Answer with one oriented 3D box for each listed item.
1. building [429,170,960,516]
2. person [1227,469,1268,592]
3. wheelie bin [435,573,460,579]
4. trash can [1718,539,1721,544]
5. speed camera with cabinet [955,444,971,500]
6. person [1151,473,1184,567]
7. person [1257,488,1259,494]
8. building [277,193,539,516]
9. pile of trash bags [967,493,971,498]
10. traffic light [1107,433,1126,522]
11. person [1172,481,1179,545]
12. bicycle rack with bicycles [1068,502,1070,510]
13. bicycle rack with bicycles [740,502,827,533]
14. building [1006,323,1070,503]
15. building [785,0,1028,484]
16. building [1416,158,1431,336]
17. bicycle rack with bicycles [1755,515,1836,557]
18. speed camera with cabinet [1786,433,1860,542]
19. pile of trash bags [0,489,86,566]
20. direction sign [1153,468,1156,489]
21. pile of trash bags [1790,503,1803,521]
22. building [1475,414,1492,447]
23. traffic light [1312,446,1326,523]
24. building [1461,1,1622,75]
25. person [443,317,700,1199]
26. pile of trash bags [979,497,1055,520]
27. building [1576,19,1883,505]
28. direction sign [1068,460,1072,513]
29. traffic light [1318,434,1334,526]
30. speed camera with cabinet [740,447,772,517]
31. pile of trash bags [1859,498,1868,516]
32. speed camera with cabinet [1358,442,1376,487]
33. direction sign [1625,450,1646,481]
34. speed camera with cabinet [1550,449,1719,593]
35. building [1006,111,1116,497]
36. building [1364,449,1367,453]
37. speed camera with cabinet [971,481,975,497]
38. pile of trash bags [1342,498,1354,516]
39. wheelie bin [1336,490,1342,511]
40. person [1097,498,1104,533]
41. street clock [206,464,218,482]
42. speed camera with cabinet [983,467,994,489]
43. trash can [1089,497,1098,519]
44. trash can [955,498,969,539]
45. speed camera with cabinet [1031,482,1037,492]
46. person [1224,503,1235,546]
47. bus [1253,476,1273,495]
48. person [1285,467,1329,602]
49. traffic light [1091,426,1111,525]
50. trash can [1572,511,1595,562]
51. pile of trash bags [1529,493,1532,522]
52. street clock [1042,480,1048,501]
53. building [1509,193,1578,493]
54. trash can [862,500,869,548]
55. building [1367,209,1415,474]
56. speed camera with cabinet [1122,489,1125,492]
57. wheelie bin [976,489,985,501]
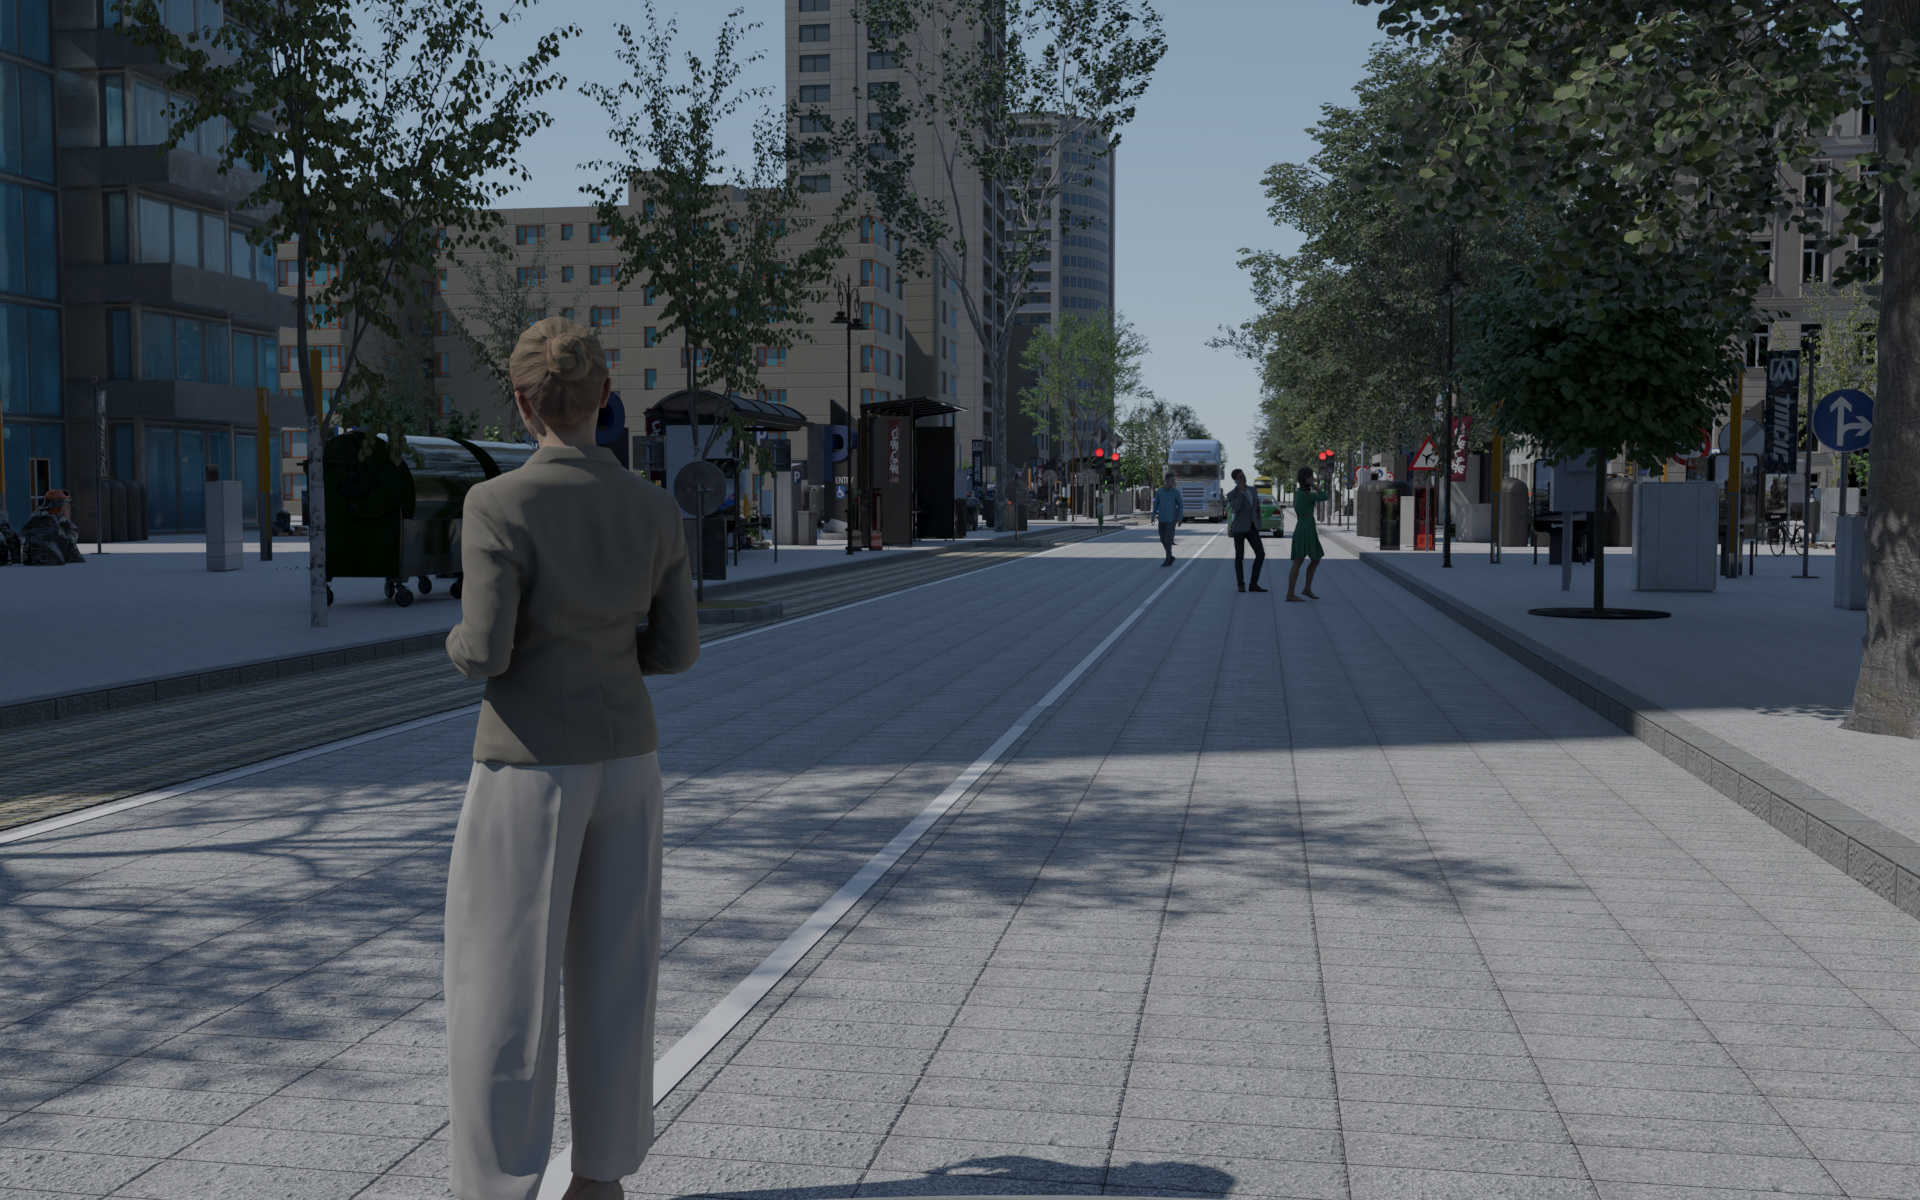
[{"bbox_3d":[-16.095,-16.684,117.820,27.650,21.520,28.899,1,4,10],"label":"building"},{"bbox_3d":[4.202,-1.018,25.322,0.592,1.802,0.473,-1,4,-8],"label":"person"},{"bbox_3d":[-7.670,-1.135,26.472,0.980,1.594,0.693,2,4,23],"label":"wheelie bin"},{"bbox_3d":[19.564,-1.985,44.110,0.748,1.137,0.748,0,3,0],"label":"trash can"},{"bbox_3d":[-0.502,-4.525,68.326,0.660,3.252,2.038,-2,4,-32],"label":"speed camera with cabinet"},{"bbox_3d":[4.144,-1.578,34.165,0.638,1.841,0.748,3,5,39],"label":"person"},{"bbox_3d":[19.762,-6.553,115.598,0.622,1.834,0.822,-3,4,-39],"label":"person"},{"bbox_3d":[-47.998,-16.633,116.992,28.899,21.520,27.650,1,4,10],"label":"building"},{"bbox_3d":[1.527,-5.929,106.697,3.447,1.369,1.912,-3,4,-36],"label":"pile of trash bags"},{"bbox_3d":[7.137,-5.519,79.153,0.839,4.253,0.868,1,4,10],"label":"traffic light"},{"bbox_3d":[5.900,-2.435,48.489,0.721,1.800,0.419,-2,4,-35],"label":"person"},{"bbox_3d":[9.806,-7.532,136.535,2.852,0.926,2.925,0,4,-8],"label":"bicycle rack with bicycles"},{"bbox_3d":[-5.446,-2.658,56.847,2.925,0.926,2.852,0,4,3],"label":"bicycle rack with bicycles"},{"bbox_3d":[-3.104,-21.280,192.969,27.650,21.520,28.899,1,4,10],"label":"building"},{"bbox_3d":[-4.151,-44.539,166.461,20.563,71.187,20.611,1,4,10],"label":"building"},{"bbox_3d":[62.311,-32.958,193.483,22.147,44.769,28.867,1,4,10],"label":"building"},{"bbox_3d":[17.711,-1.349,35.431,2.852,0.926,2.925,3,5,43],"label":"bicycle rack with bicycles"},{"bbox_3d":[23.143,-3.206,46.762,2.038,3.252,0.660,0,4,1],"label":"speed camera with cabinet"},{"bbox_3d":[-17.238,-1.371,32.168,1.912,1.369,3.447,-1,4,-11],"label":"pile of trash bags"},{"bbox_3d":[17.241,-9.876,153.467,0.379,3.537,0.876,0,4,-7],"label":"direction sign"},{"bbox_3d":[40.686,-4.523,83.710,3.447,1.369,1.912,0,4,2],"label":"pile of trash bags"},{"bbox_3d":[50.036,-16.632,139.380,16.820,18.784,16.811,1,4,10],"label":"building"},{"bbox_3d":[16.218,-5.424,77.608,0.839,4.253,0.868,1,4,10],"label":"traffic light"},{"bbox_3d":[51.777,-31.064,158.012,14.600,45.320,14.200,1,4,10],"label":"building"},{"bbox_3d":[-0.767,0.352,3.299,0.519,1.759,0.362,-3,5,-41],"label":"person"},{"bbox_3d":[2.972,-4.632,85.478,3.447,1.369,1.912,-3,5,-42],"label":"pile of trash bags"},{"bbox_3d":[46.400,-18.028,92.023,25.104,27.353,12.463,1,4,10],"label":"building"},{"bbox_3d":[7.390,-7.533,115.166,0.379,3.537,0.876,2,4,32],"label":"direction sign"},{"bbox_3d":[14.860,-4.943,69.739,0.839,4.253,0.868,1,4,10],"label":"traffic light"},{"bbox_3d":[-8.539,-4.813,73.023,2.038,3.252,0.660,-1,4,-13],"label":"speed camera with cabinet"},{"bbox_3d":[40.822,-4.229,78.904,3.447,1.369,1.912,-2,4,-34],"label":"pile of trash bags"},{"bbox_3d":[15.366,-4.307,64.749,0.660,3.252,2.038,0,4,2],"label":"speed camera with cabinet"},{"bbox_3d":[29.253,-5.078,75.015,0.876,3.537,0.379,2,4,29],"label":"direction sign"},{"bbox_3d":[8.915,-1.749,22.931,2.038,3.252,0.660,1,4,14],"label":"speed camera with cabinet"},{"bbox_3d":[12.202,-44.333,266.840,21.231,58.520,28.212,1,4,10],"label":"building"},{"bbox_3d":[76.121,-32.186,297.940,14.160,30.474,14.107,1,4,10],"label":"building"},{"bbox_3d":[0.453,-7.327,114.129,0.660,3.252,2.038,1,4,14],"label":"speed camera with cabinet"},{"bbox_3d":[23.920,-5.579,100.961,3.447,1.369,1.912,-3,5,-44],"label":"pile of trash bags"},{"bbox_3d":[27.924,-7.368,128.373,0.693,1.594,0.980,3,4,36],"label":"wheelie bin"},{"bbox_3d":[5.133,-3.103,63.476,0.306,1.304,0.590,2,4,31],"label":"person"},{"bbox_3d":[-18.205,-2.302,42.201,0.358,2.002,0.471,-2,4,-31],"label":"street clock"},{"bbox_3d":[2.658,-8.066,126.221,2.038,3.252,0.660,-2,4,-26],"label":"speed camera with cabinet"},{"bbox_3d":[6.934,-4.791,89.994,0.748,1.137,0.748,0,3,0],"label":"trash can"},{"bbox_3d":[-0.113,-2.327,49.692,0.748,1.137,0.748,0,3,0],"label":"trash can"},{"bbox_3d":[5.584,-9.103,143.161,0.660,3.252,2.038,-3,4,-38],"label":"speed camera with cabinet"},{"bbox_3d":[7.771,-2.411,48.263,0.623,1.781,0.721,-2,4,-27],"label":"person"},{"bbox_3d":[42.159,-15.257,241.002,2.896,3.916,12.252,1,4,10],"label":"bus"},{"bbox_3d":[4.593,-0.881,23.147,0.529,1.795,0.600,-1,4,-11],"label":"person"},{"bbox_3d":[5.780,-5.037,71.283,0.839,4.253,0.868,1,4,10],"label":"traffic light"},{"bbox_3d":[11.684,-1.286,32.686,0.748,1.137,0.748,0,3,0],"label":"trash can"},{"bbox_3d":[21.933,-3.272,63.247,1.912,1.369,3.447,-2,4,-34],"label":"pile of trash bags"},{"bbox_3d":[4.431,-5.244,90.307,0.358,2.002,0.471,1,4,14],"label":"street clock"},{"bbox_3d":[43.310,-16.087,117.771,10.420,20.320,16.860,1,4,10],"label":"building"},{"bbox_3d":[-2.197,-1.802,41.116,0.748,1.137,0.748,0,3,0],"label":"trash can"},{"bbox_3d":[77.248,-40.040,278.359,21.300,48.544,21.600,1,4,10],"label":"building"},{"bbox_3d":[11.341,-8.178,128.041,2.038,3.252,0.660,-2,4,-33],"label":"speed camera with cabinet"},{"bbox_3d":[1.461,-6.306,111.004,0.693,1.594,0.980,2,4,32],"label":"wheelie bin"}]
